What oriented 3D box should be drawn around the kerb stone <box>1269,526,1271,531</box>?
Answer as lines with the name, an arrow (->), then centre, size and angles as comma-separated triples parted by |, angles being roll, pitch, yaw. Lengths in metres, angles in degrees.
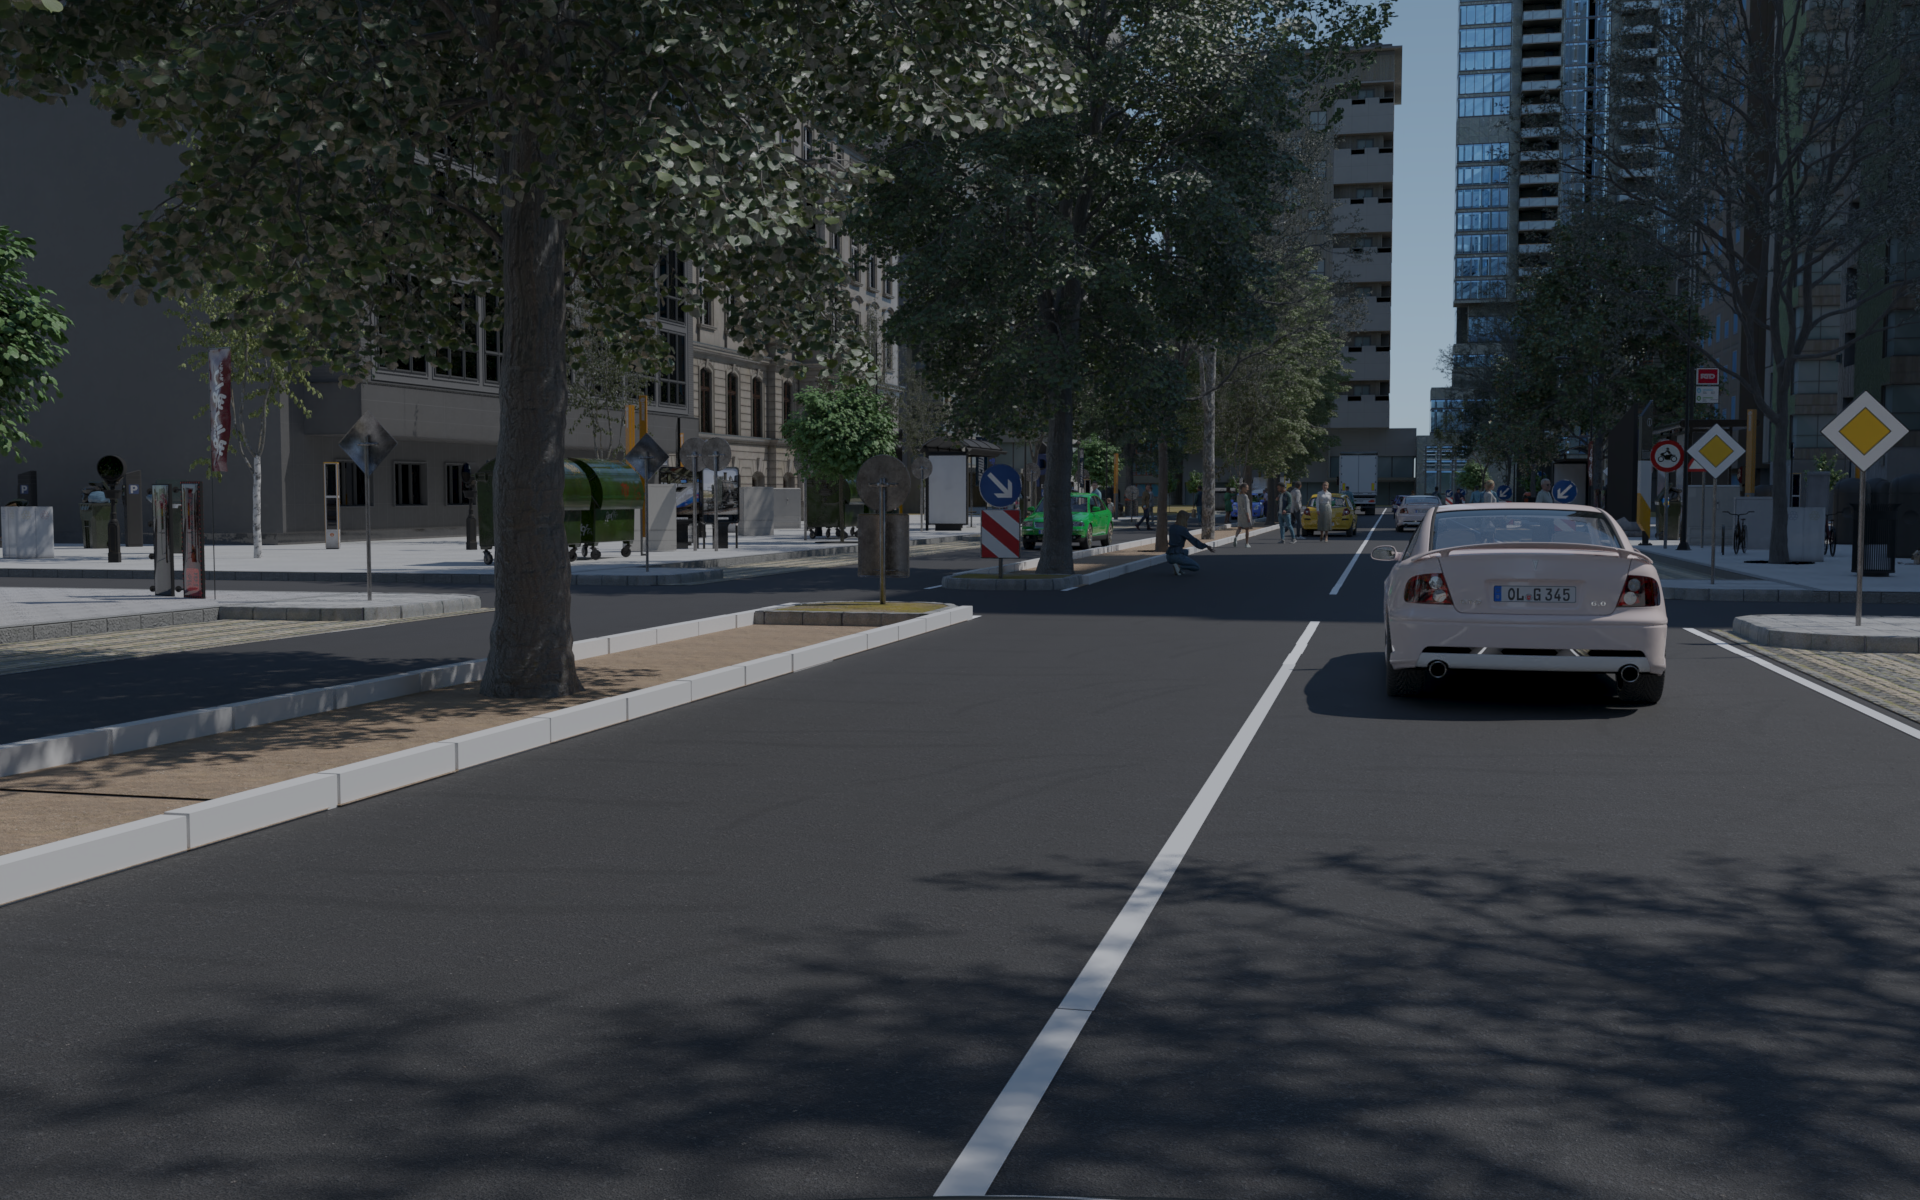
kerb stone -> 11.588, -2.653, 65.632 | 0.120, 0.150, 1.000 | 1, 4, 14

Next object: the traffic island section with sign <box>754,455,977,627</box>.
traffic island section with sign -> -1.047, -0.700, 19.578 | 2.006, 1.907, 1.989 | 1, 4, 14

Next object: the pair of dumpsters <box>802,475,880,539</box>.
pair of dumpsters -> -3.322, -2.985, 51.298 | 1.574, 2.255, 4.437 | 1, 4, 14

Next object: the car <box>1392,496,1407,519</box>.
car -> 26.435, -5.469, 101.994 | 1.945, 1.354, 3.894 | 1, 4, 14

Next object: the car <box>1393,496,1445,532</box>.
car -> 17.702, -3.313, 66.524 | 2.083, 1.381, 4.827 | 1, 4, 13

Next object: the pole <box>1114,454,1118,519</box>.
pole -> 7.868, -5.721, 87.376 | 0.158, 3.312, 0.155 | 0, 3, 0

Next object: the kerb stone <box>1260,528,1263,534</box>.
kerb stone -> 10.587, -2.414, 61.659 | 0.120, 0.150, 1.000 | 1, 4, 14

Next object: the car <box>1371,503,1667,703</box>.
car -> 4.247, -0.065, 13.420 | 2.083, 1.381, 4.827 | 1, 4, 14

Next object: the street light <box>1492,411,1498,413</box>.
street light -> 30.312, -7.578, 96.435 | 1.470, 5.913, 1.316 | 1, 4, 14

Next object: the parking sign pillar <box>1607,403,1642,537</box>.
parking sign pillar -> 20.025, -3.890, 52.076 | 1.447, 3.967, 1.447 | -1, 4, -12

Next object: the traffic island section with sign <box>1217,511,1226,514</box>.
traffic island section with sign -> 19.941, -7.254, 127.226 | 1.989, 1.847, 2.006 | 1, 4, 14

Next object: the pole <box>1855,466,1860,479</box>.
pole -> 29.737, -3.883, 57.337 | 0.158, 3.312, 0.155 | 0, 3, 0

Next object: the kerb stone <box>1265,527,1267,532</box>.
kerb stone -> 11.085, -2.535, 63.642 | 0.120, 0.150, 1.000 | 1, 4, 14

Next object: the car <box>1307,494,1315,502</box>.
car -> 19.527, -5.126, 92.611 | 1.959, 1.807, 4.718 | 1, 4, 14

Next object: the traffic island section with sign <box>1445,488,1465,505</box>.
traffic island section with sign -> 35.667, -7.050, 123.901 | 1.989, 1.847, 2.006 | 1, 4, 14

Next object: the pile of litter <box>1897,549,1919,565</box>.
pile of litter -> 17.978, -1.079, 31.613 | 1.719, 0.858, 1.176 | 0, 4, 7

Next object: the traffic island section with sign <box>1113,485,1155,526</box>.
traffic island section with sign -> 7.839, -4.307, 79.051 | 1.989, 1.847, 2.006 | 1, 4, 14

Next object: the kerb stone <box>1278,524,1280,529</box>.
kerb stone -> 12.835, -2.960, 70.626 | 0.120, 0.150, 1.000 | 1, 4, 14

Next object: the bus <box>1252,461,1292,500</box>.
bus -> 23.029, -8.350, 128.073 | 2.896, 3.916, 12.252 | 1, 4, 13

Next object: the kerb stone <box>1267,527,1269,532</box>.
kerb stone -> 11.331, -2.595, 64.634 | 0.120, 0.150, 1.000 | 1, 4, 14

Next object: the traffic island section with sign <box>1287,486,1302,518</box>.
traffic island section with sign -> 19.067, -5.597, 99.645 | 2.006, 1.907, 1.989 | 1, 4, 14

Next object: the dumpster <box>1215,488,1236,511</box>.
dumpster -> 18.727, -7.043, 123.360 | 1.865, 1.857, 1.264 | 1, 4, 14

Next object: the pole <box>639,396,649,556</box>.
pole -> -6.563, -2.576, 35.959 | 0.158, 3.312, 0.155 | 0, 3, 0

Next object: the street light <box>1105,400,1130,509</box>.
street light -> 7.836, -6.950, 86.180 | 1.470, 5.913, 1.316 | 1, 4, 14

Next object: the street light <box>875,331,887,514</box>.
street light -> -1.791, -4.613, 47.966 | 1.470, 5.913, 1.316 | 1, 4, 14

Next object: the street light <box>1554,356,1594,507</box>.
street light -> 20.733, -5.255, 58.459 | 1.470, 5.913, 1.316 | 1, 4, 14

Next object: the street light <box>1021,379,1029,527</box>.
street light -> 3.067, -5.793, 67.260 | 1.470, 5.913, 1.316 | 1, 4, 14

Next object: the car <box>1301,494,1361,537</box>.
car -> 12.725, -3.016, 59.542 | 2.015, 1.641, 3.980 | 1, 4, 16

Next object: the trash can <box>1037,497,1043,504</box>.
trash can -> 3.810, -4.028, 77.516 | 0.748, 1.137, 0.748 | 0, 3, 0

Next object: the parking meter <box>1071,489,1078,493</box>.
parking meter -> 5.518, -4.575, 83.212 | 0.372, 1.533, 0.369 | 0, 3, 0

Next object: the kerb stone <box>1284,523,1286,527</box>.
kerb stone -> 13.839, -3.205, 74.604 | 0.120, 0.150, 1.000 | 1, 4, 14

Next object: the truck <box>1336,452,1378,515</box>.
truck -> 27.643, -8.049, 120.508 | 2.839, 4.237, 11.283 | 1, 4, 12

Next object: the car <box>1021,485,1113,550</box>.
car -> 2.891, -2.280, 46.078 | 1.959, 1.807, 4.718 | 1, 4, 16

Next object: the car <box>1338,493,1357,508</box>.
car -> 24.384, -6.241, 110.841 | 1.959, 1.807, 4.718 | 1, 4, 14

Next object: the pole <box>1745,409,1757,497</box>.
pole -> 19.049, -2.930, 41.753 | 0.158, 3.312, 0.155 | 0, 3, 0

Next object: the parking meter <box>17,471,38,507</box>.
parking meter -> -23.371, -2.307, 43.427 | 0.399, 1.863, 0.255 | 1, 4, 11

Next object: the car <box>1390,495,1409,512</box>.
car -> 35.166, -7.635, 137.405 | 1.945, 1.354, 3.894 | 1, 4, 12

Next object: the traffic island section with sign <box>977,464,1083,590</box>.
traffic island section with sign -> 0.768, -1.139, 26.760 | 2.006, 1.907, 1.989 | 1, 4, 14

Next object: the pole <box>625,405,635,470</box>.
pole -> -7.565, -2.809, 39.778 | 0.158, 3.312, 0.155 | 0, 3, 0

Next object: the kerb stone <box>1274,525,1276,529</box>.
kerb stone -> 12.346, -2.839, 68.632 | 0.120, 0.150, 1.000 | 1, 4, 14

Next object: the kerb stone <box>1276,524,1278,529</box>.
kerb stone -> 12.588, -2.899, 69.634 | 0.120, 0.150, 1.000 | 1, 4, 14

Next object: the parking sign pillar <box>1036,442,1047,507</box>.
parking sign pillar -> 4.199, -5.826, 83.726 | 1.447, 3.967, 1.447 | -3, 5, -45

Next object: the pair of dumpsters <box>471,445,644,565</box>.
pair of dumpsters -> -7.656, -1.877, 33.176 | 1.574, 2.255, 4.437 | 1, 4, 14

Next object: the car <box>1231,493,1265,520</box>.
car -> 16.176, -5.375, 97.476 | 1.945, 1.707, 3.694 | 1, 4, 13

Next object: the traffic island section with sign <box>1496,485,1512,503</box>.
traffic island section with sign -> 23.288, -4.036, 74.624 | 1.989, 1.847, 2.006 | 1, 4, 14

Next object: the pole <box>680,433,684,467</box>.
pole -> -9.338, -3.921, 57.946 | 0.158, 3.312, 0.155 | 0, 3, 0

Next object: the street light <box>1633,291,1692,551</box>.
street light -> 15.990, -4.094, 39.485 | 1.470, 5.913, 1.316 | 1, 4, 14

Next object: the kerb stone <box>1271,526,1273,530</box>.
kerb stone -> 11.836, -2.718, 66.633 | 0.120, 0.150, 1.000 | 1, 4, 14

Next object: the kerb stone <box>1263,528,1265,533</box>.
kerb stone -> 10.839, -2.474, 62.649 | 0.120, 0.150, 1.000 | 1, 4, 14

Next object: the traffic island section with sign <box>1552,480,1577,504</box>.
traffic island section with sign -> 16.728, -2.437, 48.476 | 1.989, 1.847, 2.006 | 1, 4, 14

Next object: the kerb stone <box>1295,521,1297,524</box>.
kerb stone -> 17.086, -3.990, 87.536 | 0.120, 0.150, 1.000 | 1, 4, 14

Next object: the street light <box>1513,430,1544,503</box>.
street light -> 25.476, -6.412, 77.385 | 1.470, 5.913, 1.316 | 1, 4, 14

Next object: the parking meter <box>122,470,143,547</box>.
parking meter -> -20.078, -2.220, 42.011 | 0.399, 1.863, 0.255 | -3, 5, -40

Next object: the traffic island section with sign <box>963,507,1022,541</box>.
traffic island section with sign -> 1.276, -2.708, 52.904 | 1.989, 1.847, 2.006 | 1, 4, 14
